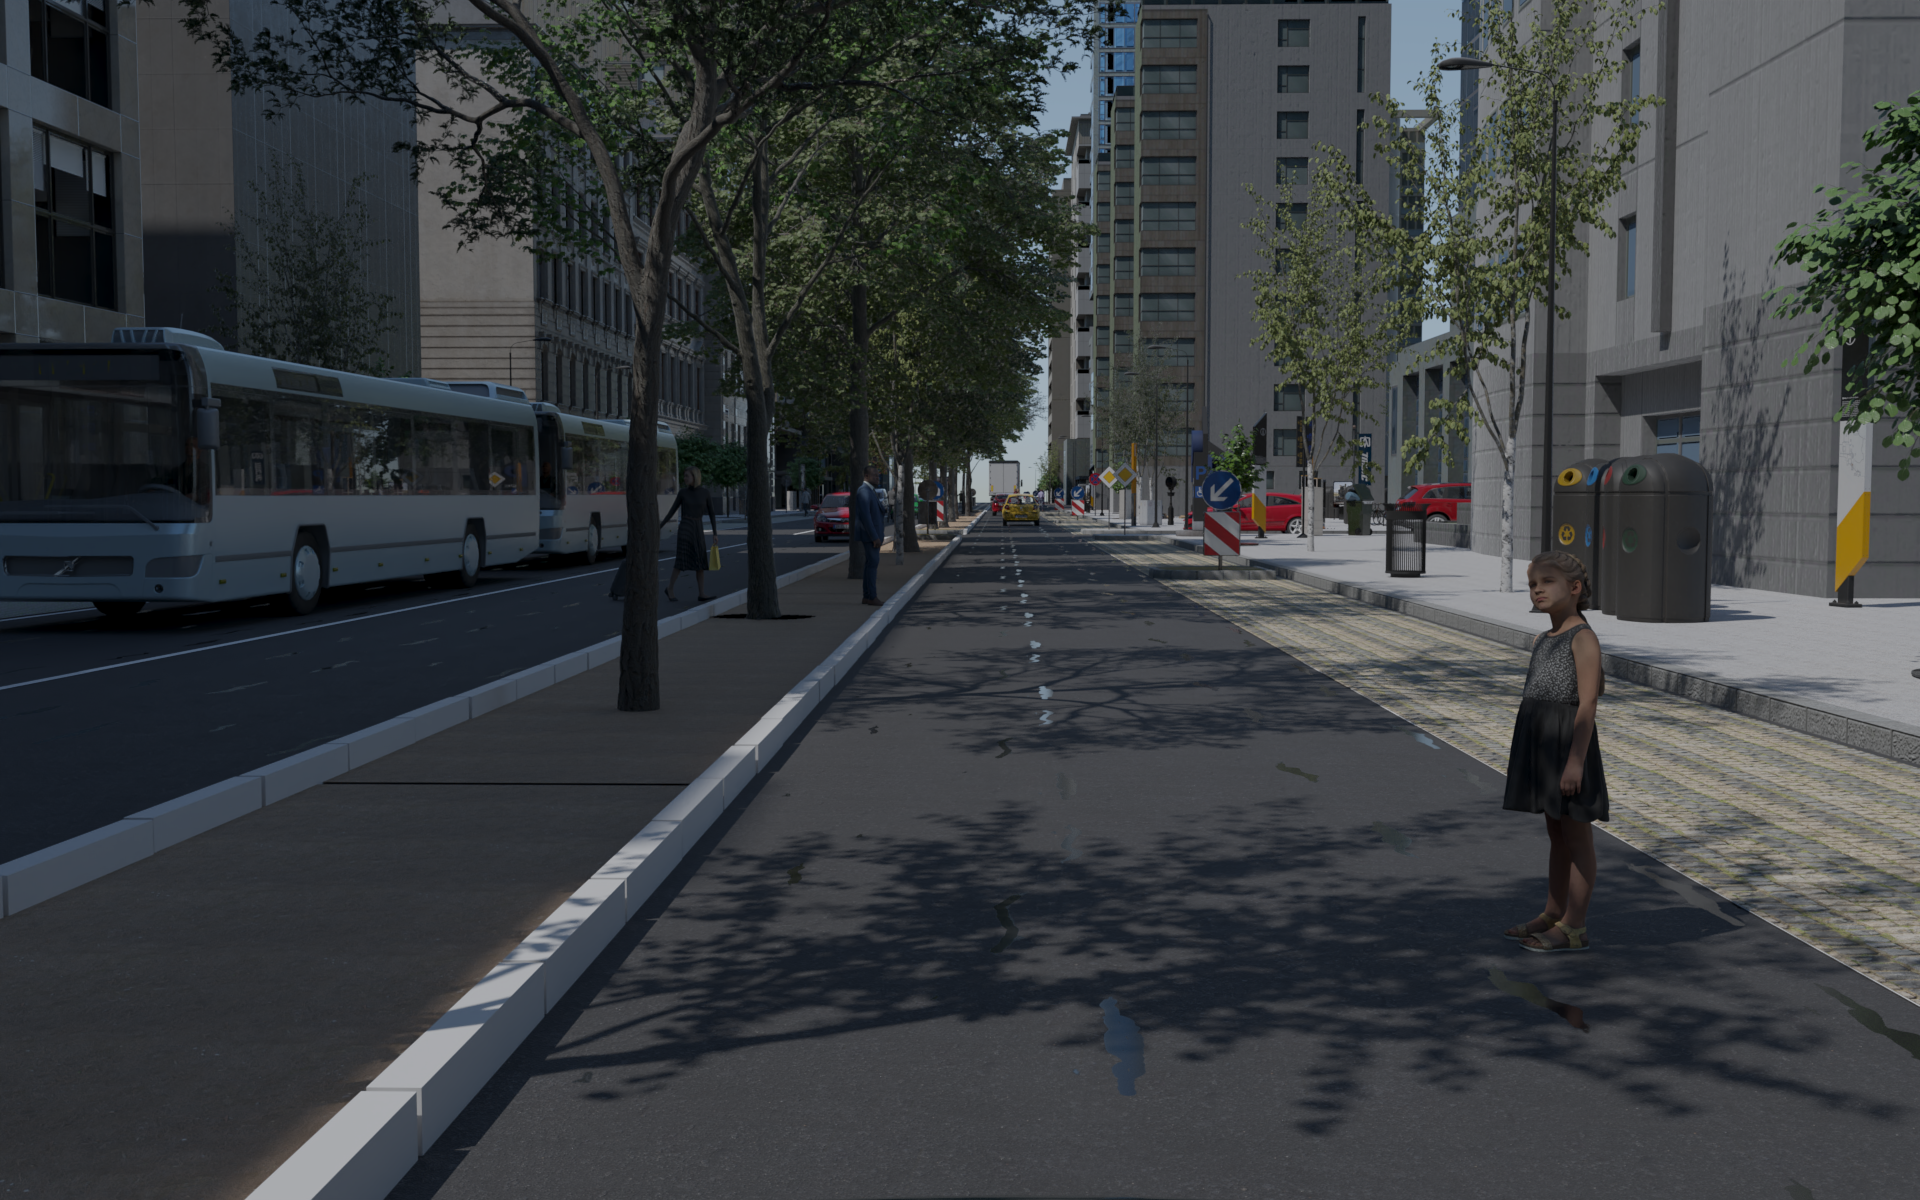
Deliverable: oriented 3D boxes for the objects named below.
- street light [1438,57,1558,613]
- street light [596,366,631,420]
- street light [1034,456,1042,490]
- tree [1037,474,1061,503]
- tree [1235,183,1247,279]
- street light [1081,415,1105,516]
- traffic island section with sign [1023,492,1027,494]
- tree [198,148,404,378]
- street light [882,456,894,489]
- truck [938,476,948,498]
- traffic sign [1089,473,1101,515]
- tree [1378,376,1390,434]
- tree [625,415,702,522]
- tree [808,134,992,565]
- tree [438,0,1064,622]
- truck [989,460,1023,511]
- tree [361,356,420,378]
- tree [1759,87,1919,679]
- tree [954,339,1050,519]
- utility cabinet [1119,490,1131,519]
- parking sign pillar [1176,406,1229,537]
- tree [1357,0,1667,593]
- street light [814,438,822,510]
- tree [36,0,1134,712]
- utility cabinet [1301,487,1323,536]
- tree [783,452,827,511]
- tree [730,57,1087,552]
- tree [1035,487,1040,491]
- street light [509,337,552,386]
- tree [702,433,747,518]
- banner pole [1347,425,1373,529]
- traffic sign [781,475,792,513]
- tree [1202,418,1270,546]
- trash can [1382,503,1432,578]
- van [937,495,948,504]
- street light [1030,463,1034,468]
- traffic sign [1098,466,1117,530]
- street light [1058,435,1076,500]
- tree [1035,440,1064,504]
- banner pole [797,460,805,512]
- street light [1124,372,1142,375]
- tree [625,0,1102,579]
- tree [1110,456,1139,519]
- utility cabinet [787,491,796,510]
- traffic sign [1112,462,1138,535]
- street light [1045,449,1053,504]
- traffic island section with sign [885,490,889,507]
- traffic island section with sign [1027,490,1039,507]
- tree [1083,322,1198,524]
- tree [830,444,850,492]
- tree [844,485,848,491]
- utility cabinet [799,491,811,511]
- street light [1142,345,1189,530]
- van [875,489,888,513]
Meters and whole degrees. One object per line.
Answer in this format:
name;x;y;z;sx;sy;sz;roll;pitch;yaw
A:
street light;5.792;-2.817;18.593;1.470;5.913;1.316;0;4;1
street light;-12.624;-5.530;62.957;1.470;5.913;1.316;0;4;1
street light;10.715;-15.417;224.611;1.470;5.913;1.316;0;4;1
tree;12.231;-15.540;237.784;4.285;4.588;4.351;0;3;0
tree;7.940;-5.373;38.211;4.737;8.622;4.395;0;3;0
street light;7.822;-7.905;101.791;1.470;5.913;1.316;0;4;1
traffic island section with sign;8.134;-11.052;189.330;1.989;1.847;2.006;0;4;1
tree;-13.782;-5.297;36.971;4.360;8.622;3.978;0;3;0
street light;-8.943;-14.622;211.618;1.470;5.913;1.316;0;4;1
truck;-2.773;-17.616;276.939;2.839;4.237;11.283;0;3;0
traffic sign;8.102;-6.331;103.623;0.768;2.556;0.104;0;4;5
tree;24.554;-8.739;93.239;4.360;8.622;3.978;0;3;0
tree;-13.314;-5.288;70.174;4.285;4.588;4.351;0;3;0
tree;-1.246;-5.013;34.787;4.737;8.622;4.395;0;3;0
tree;-2.364;-5.590;19.613;9.928;11.665;9.643;0;3;0
truck;3.897;-9.795;149.054;2.839;4.237;11.283;0;4;3
tree;-13.819;-3.531;41.444;4.285;4.588;4.351;0;3;0
tree;7.343;-1.721;11.846;4.285;4.588;4.351;0;3;0
tree;0.461;-12.045;109.770;12.009;13.543;11.850;0;3;0
utility cabinet;8.372;-4.804;87.232;0.318;1.500;1.173;2;4;28
parking sign pillar;7.299;-3.925;52.654;1.447;3.967;1.447;0;4;6
tree;6.985;-4.414;22.532;4.737;8.622;4.395;0;3;0
street light;-10.737;-10.209;139.458;1.470;5.913;1.316;0;4;1
tree;-2.156;-4.521;10.789;8.767;10.594;7.601;0;4;1
utility cabinet;10.853;-2.730;53.312;0.318;1.500;1.173;0;4;-7
tree;-11.796;-9.078;132.141;4.285;4.588;4.351;0;3;0
tree;-1.322;-8.137;42.145;9.857;13.997;8.962;0;3;0
tree;13.304;-18.034;289.460;1.663;3.219;1.824;0;3;0
street light;-12.797;-4.830;51.505;1.470;5.913;1.316;0;4;1
tree;-12.751;-5.960;81.164;4.285;4.588;4.351;0;3;0
banner pole;14.556;-4.464;63.001;0.863;3.779;0.401;1;4;20
traffic sign;-11.806;-7.188;117.629;0.768;2.556;0.104;0;4;8
tree;7.071;-2.980;43.321;1.663;3.219;1.824;0;3;0
trash can;6.874;-0.920;26.692;0.748;1.137;0.748;0;3;0
van;-2.719;-15.376;258.412;2.013;2.044;4.112;0;4;2
street light;11.729;-17.634;260.848;1.470;5.913;1.316;0;4;1
traffic sign;5.363;-3.586;62.279;0.795;2.450;0.064;0;4;1
street light;8.723;-10.341;141.621;1.470;5.913;1.316;0;4;1
tree;12.138;-17.176;231.183;4.737;8.622;4.395;0;3;0
banner pole;-11.651;-8.396;127.295;0.401;3.779;0.863;3;4;37
street light;6.954;-5.721;66.071;1.470;5.913;1.316;0;4;1
tree;-1.583;-6.592;28.358;7.486;12.596;7.792;0;3;0
tree;8.319;-5.762;88.817;1.663;3.219;1.824;0;3;0
utility cabinet;-13.144;-7.751;135.401;0.318;1.500;1.173;-2;4;-28
traffic sign;5.170;-3.098;54.296;0.795;2.450;0.064;0;4;1
street light;9.600;-12.535;177.491;1.470;5.913;1.316;0;4;1
traffic island section with sign;-8.080;-11.077;189.737;1.989;1.847;2.006;0;4;1
traffic island section with sign;7.455;-9.352;161.529;1.989;1.847;2.006;0;4;1
tree;7.620;-7.581;74.317;4.360;8.622;3.978;0;3;0
tree;-10.527;-13.301;167.840;4.360;8.622;3.978;0;3;0
tree;-11.251;-11.911;189.339;1.663;3.219;1.824;0;3;0
utility cabinet;-11.320;-7.191;126.257;0.318;1.500;1.173;2;4;25
street light;6.566;-4.995;54.212;1.470;5.913;1.316;0;4;1
van;-6.417;-7.587;131.057;2.013;2.044;4.112;0;4;3
